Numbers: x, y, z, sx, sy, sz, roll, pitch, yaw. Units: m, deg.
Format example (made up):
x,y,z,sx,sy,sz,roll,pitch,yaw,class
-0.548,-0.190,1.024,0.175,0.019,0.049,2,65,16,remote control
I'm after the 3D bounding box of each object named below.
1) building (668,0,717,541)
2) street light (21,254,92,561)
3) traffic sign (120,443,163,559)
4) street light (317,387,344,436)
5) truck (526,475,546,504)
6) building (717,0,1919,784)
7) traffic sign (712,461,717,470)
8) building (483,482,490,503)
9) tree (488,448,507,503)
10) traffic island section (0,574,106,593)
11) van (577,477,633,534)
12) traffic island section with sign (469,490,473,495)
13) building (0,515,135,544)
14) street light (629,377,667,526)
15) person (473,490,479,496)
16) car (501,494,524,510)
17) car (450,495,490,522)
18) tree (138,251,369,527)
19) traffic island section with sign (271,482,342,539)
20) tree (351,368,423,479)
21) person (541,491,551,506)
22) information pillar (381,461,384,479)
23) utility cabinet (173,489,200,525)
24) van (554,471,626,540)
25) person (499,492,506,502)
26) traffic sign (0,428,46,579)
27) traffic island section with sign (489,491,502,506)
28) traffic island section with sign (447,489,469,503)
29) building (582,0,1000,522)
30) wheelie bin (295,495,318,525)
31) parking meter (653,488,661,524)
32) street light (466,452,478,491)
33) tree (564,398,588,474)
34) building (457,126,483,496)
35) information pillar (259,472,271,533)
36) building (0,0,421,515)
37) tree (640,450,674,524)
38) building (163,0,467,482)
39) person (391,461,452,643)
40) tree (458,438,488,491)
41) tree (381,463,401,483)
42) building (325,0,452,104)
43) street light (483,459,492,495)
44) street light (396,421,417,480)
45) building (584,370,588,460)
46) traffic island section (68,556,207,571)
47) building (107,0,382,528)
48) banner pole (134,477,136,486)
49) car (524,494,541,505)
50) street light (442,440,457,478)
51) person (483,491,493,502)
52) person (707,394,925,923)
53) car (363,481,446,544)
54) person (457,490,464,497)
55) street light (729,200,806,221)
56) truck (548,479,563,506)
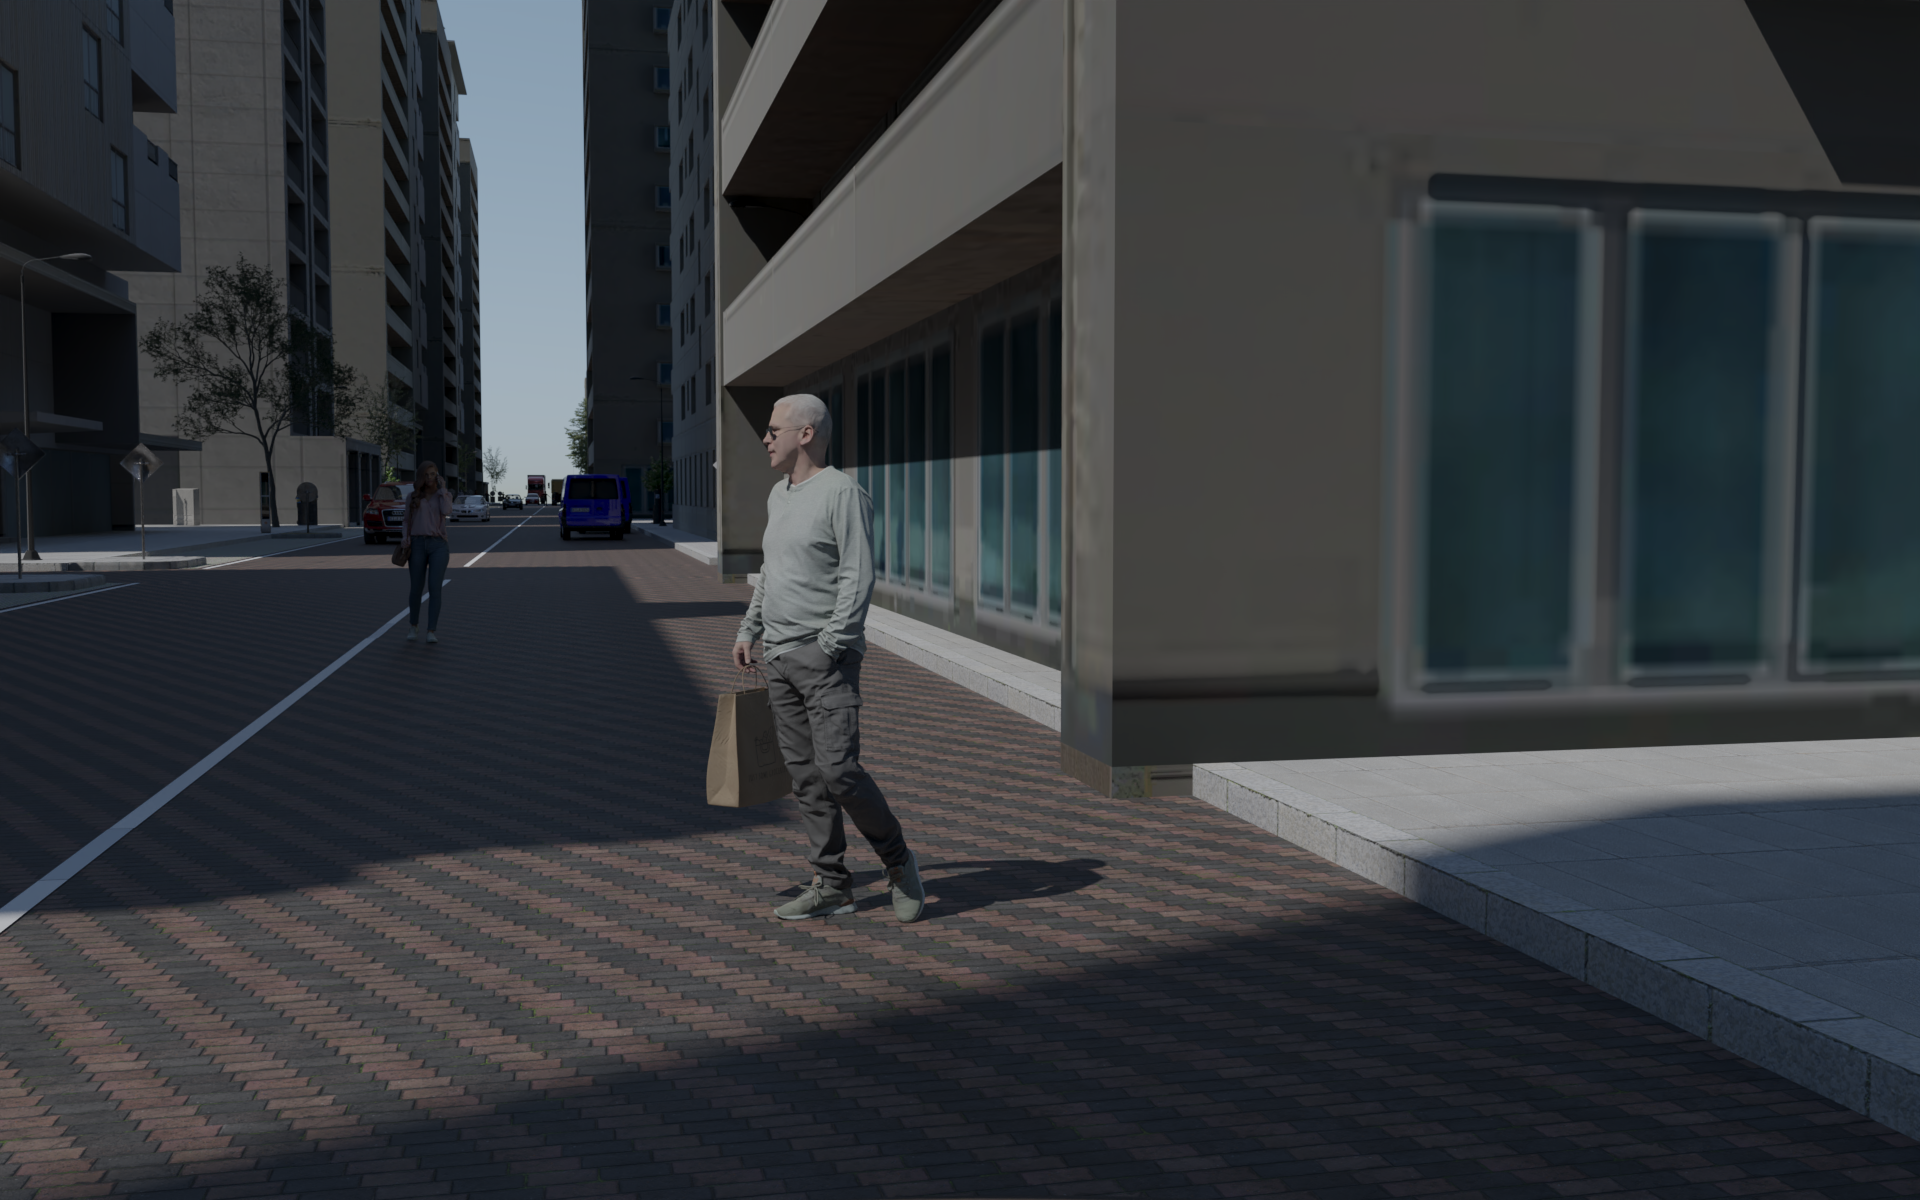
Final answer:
x,y,z,sx,sy,sz,roll,pitch,yaw,class
6.339,-12.812,54.509,28.899,21.520,27.650,-1,4,-13,building
-17.458,-3.728,33.495,1.470,5.913,1.316,-1,4,-13,street light
-16.021,-1.853,33.940,0.795,2.450,0.064,-1,4,-13,traffic sign
-27.012,-6.235,74.478,1.470,5.913,1.316,-1,4,-13,street light
-62.060,-16.202,253.819,2.839,4.237,11.283,-1,4,-12,truck
8.737,-24.193,19.254,21.300,48.544,21.600,-1,4,-13,building
-4.815,-2.009,36.494,0.795,2.450,0.064,-1,4,-13,traffic sign
-83.402,-33.739,243.516,32.217,40.220,23.993,-1,4,-13,building
-70.572,-19.083,262.368,4.737,8.622,4.395,0,3,0,tree
-14.247,-0.241,26.216,2.009,0.180,2.903,-1,4,-13,traffic island section
-13.288,-3.670,64.382,2.240,2.365,5.245,-1,4,-14,van
-44.608,-9.122,157.773,1.989,1.847,2.006,-1,4,-13,traffic island section with sign
-36.586,-27.765,43.195,28.713,52.752,27.495,-1,4,-13,building
-12.381,-5.887,68.795,1.470,5.913,1.316,-1,4,-13,street light
-44.742,-9.283,160.234,0.705,1.831,1.348,2,4,34,person
-40.586,-9.015,157.187,2.009,1.686,4.222,-1,4,-13,car
-25.578,-4.774,90.419,2.083,1.381,4.827,-1,4,-12,car
-26.665,-8.090,66.688,7.601,10.594,8.767,2,4,33,tree
-21.199,-2.915,56.292,1.989,1.847,2.006,-1,4,-13,traffic island section with sign
-33.550,-9.204,100.847,4.360,8.622,3.978,0,3,0,tree
-49.787,-12.214,208.204,1.348,1.822,0.705,1,4,18,person
-34.951,-6.914,104.400,0.504,3.616,0.183,1,4,18,information pillar
-31.276,-3.750,69.984,1.173,1.500,0.318,2,4,26,utility cabinet
-11.852,-3.129,55.538,2.240,2.365,5.245,-1,4,-14,van
-62.034,-13.826,235.371,1.217,1.723,0.721,0,4,5,person
-14.226,-1.377,26.159,0.795,2.450,0.064,-1,4,-13,traffic sign
-57.022,-12.414,211.599,1.989,1.847,2.006,-1,4,-13,traffic island section with sign
-38.440,-7.486,131.022,1.989,1.847,2.006,-1,4,-13,traffic island section with sign
-10.824,-29.161,100.489,21.300,48.544,21.600,-1,4,-13,building
-26.729,-3.858,70.982,0.693,1.594,0.980,1,4,18,wheelie bin
-12.941,-4.013,74.024,0.372,1.533,0.369,0,3,0,parking meter
-53.407,-13.256,189.280,1.470,5.913,1.316,-1,4,-13,street light
-40.177,-16.705,191.255,7.486,12.596,7.792,0,3,0,tree
-73.067,-36.605,222.200,21.300,48.544,21.600,-1,4,-13,building
-22.855,-3.209,56.959,0.304,2.012,0.304,-2,4,-26,information pillar
-57.166,-33.501,136.978,28.713,52.752,27.495,-1,4,-13,building
-13.146,-4.955,75.608,1.663,3.219,1.824,0,3,0,tree
-71.277,-37.193,197.341,28.713,52.752,27.495,-1,4,-13,building
-5.225,-0.477,16.881,0.593,1.750,0.643,-1,4,-10,person
-53.131,-14.146,181.643,4.737,8.622,4.395,0,3,0,tree
-35.004,-6.816,106.047,1.663,3.219,1.824,0,3,0,tree
-58.913,-32.915,161.854,21.300,48.544,21.600,-1,4,-13,building
-62.770,-15.747,230.001,1.470,5.913,1.316,-1,4,-13,street light
-34.739,-8.327,108.691,1.470,5.913,1.316,-1,4,-13,street light
-40.777,-25.036,254.369,27.650,21.520,28.899,-1,4,-13,building
-16.042,-0.717,33.997,2.009,0.180,2.903,-1,4,-13,traffic island section
-38.282,-39.199,79.155,20.563,71.187,20.611,-1,4,-13,building
-32.838,-4.811,68.669,0.401,3.779,0.863,0,4,-2,banner pole
-55.103,-13.102,223.259,2.155,1.783,4.494,-1,4,-12,car
-44.085,-10.818,149.416,1.470,5.913,1.316,-1,4,-13,street light
-49.118,-10.475,179.897,1.348,1.807,0.705,-3,5,-41,person
-0.514,0.187,5.937,0.515,1.767,0.782,-3,5,-40,person
-16.399,-2.606,51.279,2.281,1.827,5.304,-1,4,-13,car
-36.312,-7.145,125.996,0.551,1.740,0.621,-2,4,-24,person
-2.952,-3.370,27.637,1.470,5.913,1.316,-1,4,-13,street light
-50.303,-13.628,218.747,3.469,3.379,9.791,-1,4,-13,truck
